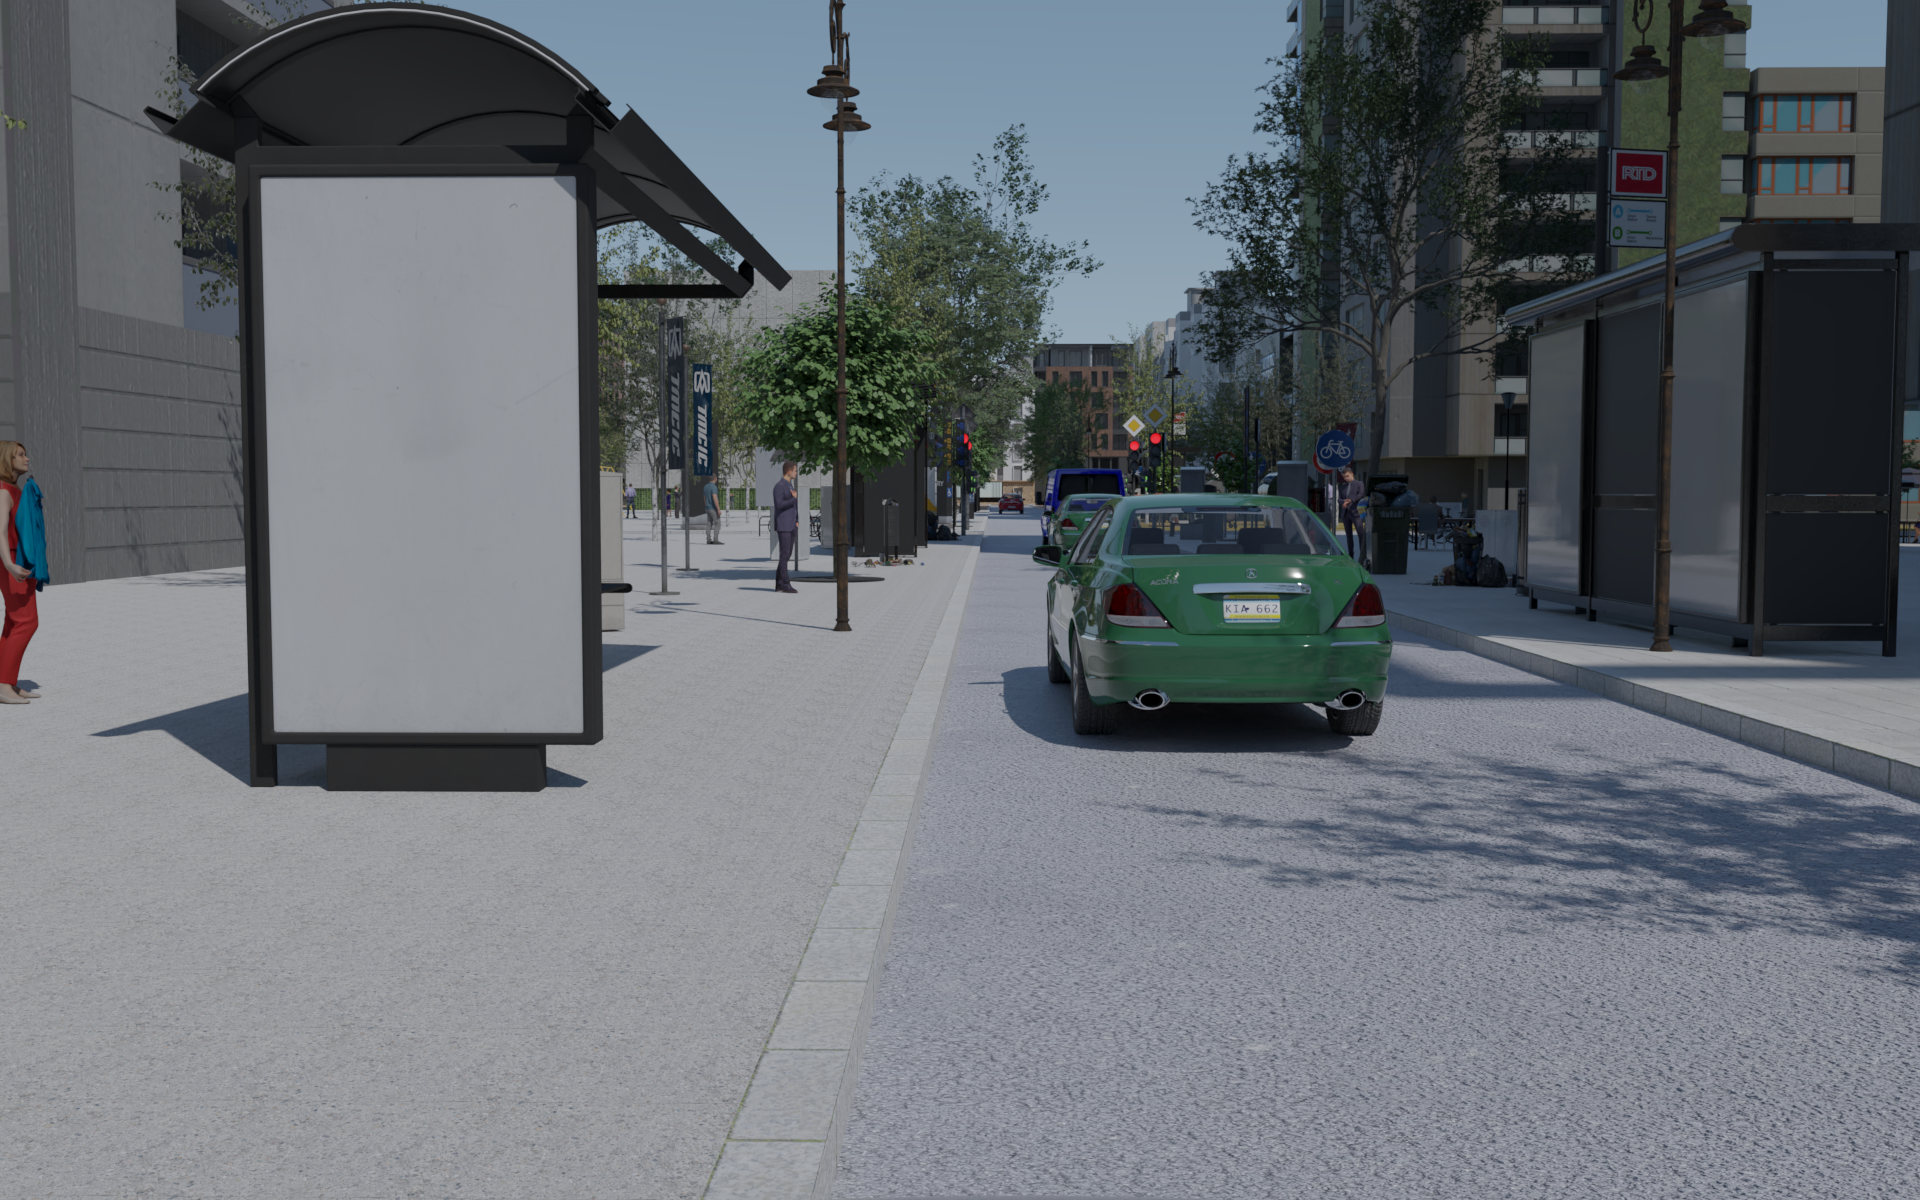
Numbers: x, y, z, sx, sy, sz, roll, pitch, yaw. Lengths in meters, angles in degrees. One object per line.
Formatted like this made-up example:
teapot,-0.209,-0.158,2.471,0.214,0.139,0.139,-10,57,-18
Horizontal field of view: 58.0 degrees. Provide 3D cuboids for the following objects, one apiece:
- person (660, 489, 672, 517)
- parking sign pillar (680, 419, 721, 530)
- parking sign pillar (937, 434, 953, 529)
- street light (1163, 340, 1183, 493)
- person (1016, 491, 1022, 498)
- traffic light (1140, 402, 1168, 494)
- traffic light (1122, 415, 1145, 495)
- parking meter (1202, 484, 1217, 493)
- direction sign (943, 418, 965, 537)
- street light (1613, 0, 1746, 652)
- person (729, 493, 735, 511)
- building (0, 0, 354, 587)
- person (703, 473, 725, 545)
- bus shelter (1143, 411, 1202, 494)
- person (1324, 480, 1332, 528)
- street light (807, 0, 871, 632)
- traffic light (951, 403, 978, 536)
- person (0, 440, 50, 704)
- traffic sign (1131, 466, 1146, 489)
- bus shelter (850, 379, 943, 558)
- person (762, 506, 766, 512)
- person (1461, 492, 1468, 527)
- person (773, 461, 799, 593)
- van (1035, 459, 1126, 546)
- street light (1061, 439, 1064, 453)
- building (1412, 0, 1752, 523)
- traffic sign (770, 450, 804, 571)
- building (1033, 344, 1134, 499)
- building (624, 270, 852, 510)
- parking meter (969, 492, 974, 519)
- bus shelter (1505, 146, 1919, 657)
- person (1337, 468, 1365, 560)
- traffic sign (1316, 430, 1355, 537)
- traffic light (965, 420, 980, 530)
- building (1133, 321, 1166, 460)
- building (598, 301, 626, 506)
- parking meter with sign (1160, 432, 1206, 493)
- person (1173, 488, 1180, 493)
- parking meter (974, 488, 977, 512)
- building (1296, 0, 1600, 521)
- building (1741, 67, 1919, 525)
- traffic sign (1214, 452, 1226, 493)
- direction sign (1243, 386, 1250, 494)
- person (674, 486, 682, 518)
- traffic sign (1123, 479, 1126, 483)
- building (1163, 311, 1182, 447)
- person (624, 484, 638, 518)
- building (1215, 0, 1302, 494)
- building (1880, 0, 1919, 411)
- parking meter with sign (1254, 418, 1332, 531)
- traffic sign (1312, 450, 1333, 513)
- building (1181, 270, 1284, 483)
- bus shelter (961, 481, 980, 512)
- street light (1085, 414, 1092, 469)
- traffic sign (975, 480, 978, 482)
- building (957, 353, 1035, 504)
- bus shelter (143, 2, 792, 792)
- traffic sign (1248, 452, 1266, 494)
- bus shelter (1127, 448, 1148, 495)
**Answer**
person,-16.119,-5.304,95.134,0.546,1.535,0.453,-3,5,-43
parking sign pillar,-9.307,-4.499,62.038,1.447,3.967,1.447,0,4,-6
parking sign pillar,-0.950,-4.635,64.255,1.447,3.967,1.447,2,4,30
street light,6.390,-4.850,52.092,0.468,5.910,1.993,0,4,1
person,5.931,-10.280,177.301,1.217,1.736,0.721,2,4,34
traffic light,5.965,-3.934,53.242,0.839,4.253,0.868,0,4,1
traffic light,6.120,-4.422,61.225,0.839,4.253,0.868,0,4,1
parking meter,6.567,-2.275,45.606,0.372,1.533,0.369,0,3,0
direction sign,-0.186,-3.678,52.129,0.876,3.537,0.379,-3,5,-44
street light,5.726,-2.519,13.967,0.468,5.910,1.993,0,4,1
person,-17.184,-7.377,130.569,0.435,1.345,0.340,0,4,4
building,-26.647,-29.886,30.632,28.212,58.520,21.231,0,4,1
person,-6.236,-2.307,43.889,0.434,1.807,0.598,-2,4,-28
bus shelter,9.835,-6.362,81.646,2.179,5.291,8.768,0,4,1
person,13.578,-3.575,64.360,0.709,1.838,0.599,-3,4,-39
street light,-1.100,-2.646,16.051,0.468,5.910,1.993,0,4,1
traffic light,0.124,-3.940,53.339,0.839,4.253,0.868,0,4,1
person,-5.857,-0.186,10.795,0.444,1.614,0.593,0,4,6
traffic sign,8.174,-4.820,78.919,0.768,2.556,0.104,0,4,4
bus shelter,-1.318,-2.858,38.013,1.731,3.624,6.357,0,4,1
person,-14.290,-7.091,125.897,0.435,1.345,0.340,0,4,2
person,19.750,-3.543,67.878,0.340,1.345,0.435,0,4,3
person,-2.261,-0.956,22.590,0.530,1.710,0.541,2,4,26
van,3.109,-2.435,44.188,2.240,2.365,5.245,0,3,0
street light,8.045,-9.963,135.675,0.468,5.910,1.993,0,4,1
building,25.381,-24.082,77.340,14.086,41.232,14.154,0,4,1
traffic sign,-2.725,-1.760,28.783,0.884,2.594,0.081,0,4,3
building,26.623,-24.560,245.536,32.646,21.610,27.936,0,4,1
building,-17.883,-17.516,152.849,16.747,18.905,31.486,0,4,1
parking meter,0.540,-4.909,88.670,0.372,1.533,0.369,0,3,0
bus shelter,7.126,-2.453,17.741,2.179,5.291,8.768,0,4,1
person,7.248,-1.565,32.087,0.683,1.767,0.568,3,5,41
traffic sign,7.439,-2.098,34.409,0.768,2.556,0.104,0,4,3
traffic light,0.280,-4.428,61.322,0.839,4.253,0.868,0,4,1
building,28.228,-19.524,185.680,16.747,18.905,31.486,0,4,1
building,-53.359,-21.092,188.836,32.646,21.610,27.936,0,4,1
parking meter with sign,6.550,-3.204,48.654,1.738,3.016,0.543,1,4,12
person,7.206,-2.882,57.084,0.593,1.643,0.415,-1,4,-9
parking meter,0.943,-7.034,120.723,0.399,1.863,0.255,-2,4,-35
building,26.115,-25.307,97.360,14.154,41.232,14.086,0,4,1
building,46.995,-14.615,84.002,28.899,21.520,27.650,0,4,1
traffic sign,7.758,-3.087,50.586,0.768,2.556,0.104,0,4,4
direction sign,6.075,-2.741,36.817,0.379,3.537,0.876,0,4,3
person,-14.786,-5.163,91.255,0.742,1.727,0.445,2,4,28
traffic sign,10.548,-6.967,114.022,0.768,2.556,0.104,0,4,8
building,27.544,-18.828,164.259,16.016,20.091,11.380,0,4,1
person,-17.427,-5.253,91.800,0.709,1.838,0.599,0,4,-3
building,30.895,-49.279,118.390,22.319,86.520,31.000,0,4,1
building,22.578,-20.912,25.512,14.154,41.232,14.086,0,4,1
parking meter with sign,7.630,-2.655,39.669,1.738,3.016,0.543,1,4,15
traffic sign,9.334,-2.687,44.031,0.768,2.556,0.104,0,4,6
building,28.316,-18.081,152.050,16.016,20.091,11.380,0,4,1
bus shelter,0.970,-8.447,129.398,1.731,3.624,6.357,0,4,1
street light,7.304,-7.678,98.320,0.468,5.910,1.993,0,4,1
traffic sign,1.136,-7.634,124.925,0.768,2.556,0.104,0,4,4
building,4.475,-23.390,238.838,11.380,20.091,16.016,0,4,1
bus shelter,-2.286,-0.979,9.926,2.014,3.302,5.546,0,4,1
traffic sign,8.790,-3.178,52.064,0.768,2.556,0.104,0,4,5
bus shelter,9.830,-6.058,90.334,1.731,3.624,6.357,0,4,1
